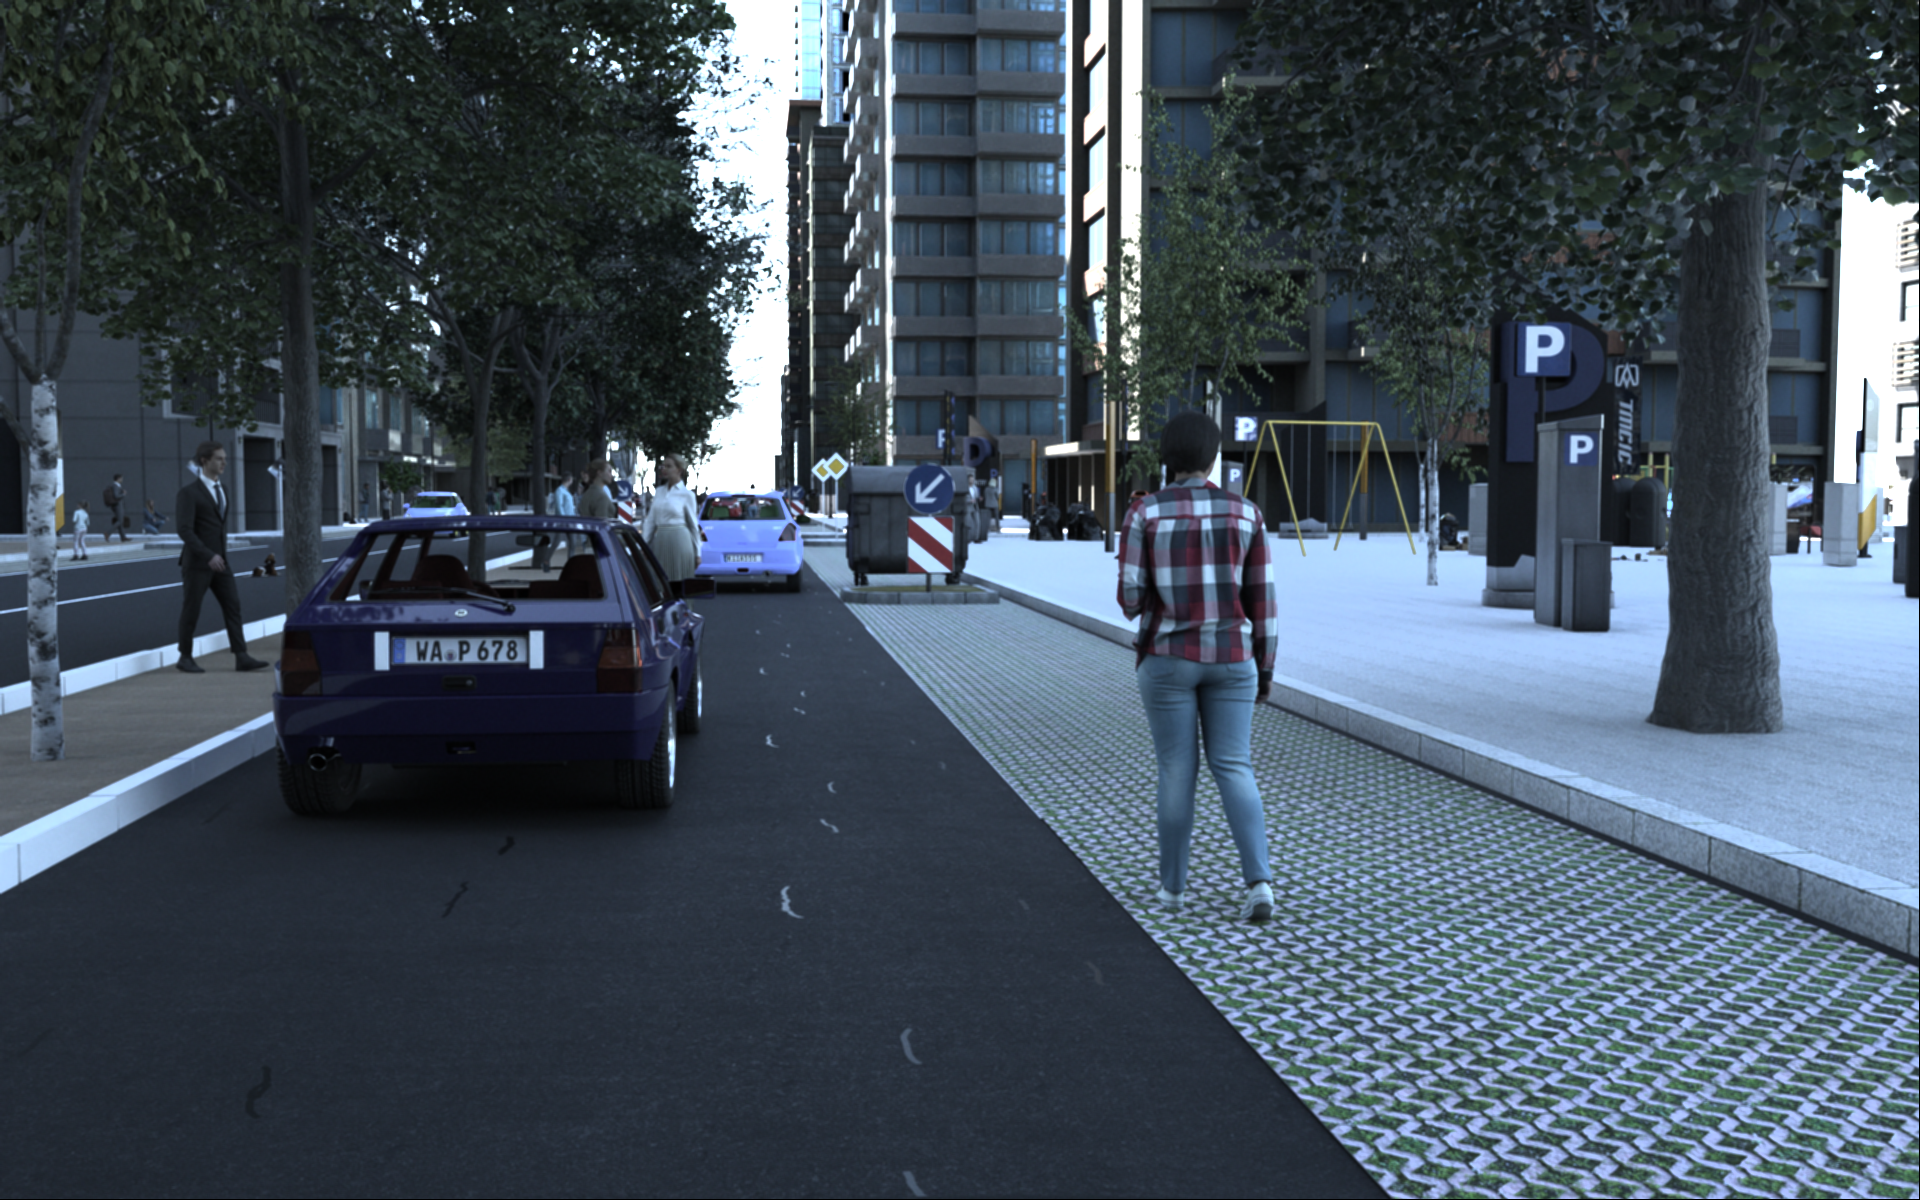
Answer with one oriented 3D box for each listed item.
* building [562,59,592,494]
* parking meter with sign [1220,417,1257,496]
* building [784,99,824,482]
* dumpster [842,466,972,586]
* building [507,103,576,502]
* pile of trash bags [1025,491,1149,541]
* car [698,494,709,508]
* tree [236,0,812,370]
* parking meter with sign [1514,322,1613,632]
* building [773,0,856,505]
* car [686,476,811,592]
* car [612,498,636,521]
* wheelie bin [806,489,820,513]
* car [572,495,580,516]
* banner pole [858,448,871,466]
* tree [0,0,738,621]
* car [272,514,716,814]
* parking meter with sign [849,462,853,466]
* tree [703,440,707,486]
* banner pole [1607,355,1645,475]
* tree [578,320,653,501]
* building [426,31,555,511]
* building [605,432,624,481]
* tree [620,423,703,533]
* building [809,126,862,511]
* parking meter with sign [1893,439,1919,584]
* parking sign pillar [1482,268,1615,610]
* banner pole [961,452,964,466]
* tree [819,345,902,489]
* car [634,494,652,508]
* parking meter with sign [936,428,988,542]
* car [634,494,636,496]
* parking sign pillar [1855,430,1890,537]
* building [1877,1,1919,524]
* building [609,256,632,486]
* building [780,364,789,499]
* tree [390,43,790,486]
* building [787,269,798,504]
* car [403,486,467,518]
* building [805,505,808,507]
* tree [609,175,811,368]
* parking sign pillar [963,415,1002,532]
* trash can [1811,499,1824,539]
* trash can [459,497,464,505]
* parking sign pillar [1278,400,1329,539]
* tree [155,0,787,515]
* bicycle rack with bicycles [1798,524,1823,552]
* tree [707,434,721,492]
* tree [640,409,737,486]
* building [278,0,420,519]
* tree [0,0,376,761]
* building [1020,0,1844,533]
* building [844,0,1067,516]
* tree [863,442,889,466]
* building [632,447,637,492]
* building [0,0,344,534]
[{"bbox_3d":[-51.195,-34.694,190.946,21.300,48.544,21.600,0,4,-7],"label":"building"},{"bbox_3d":[6.215,-2.669,39.906,0.543,3.016,1.738,-1,4,-15],"label":"parking meter with sign"},{"bbox_3d":[-8.192,-32.864,191.957,22.147,44.769,28.867,0,4,-7],"label":"building"},{"bbox_3d":[-0.817,-1.107,26.313,1.865,1.857,1.264,-1,4,-9],"label":"dumpster"},{"bbox_3d":[-48.811,-31.203,164.798,22.147,44.769,28.867,0,4,-7],"label":"building"},{"bbox_3d":[3.588,-2.342,48.046,3.447,1.369,1.912,0,4,5],"label":"pile of trash bags"},{"bbox_3d":[-10.733,-4.213,77.926,2.155,1.783,4.494,0,4,-7],"label":"car"},{"bbox_3d":[-8.014,-7.328,32.639,12.009,13.543,11.850,0,3,0],"label":"tree"},{"bbox_3d":[5.912,-1.261,16.873,0.543,3.016,1.738,0,4,1],"label":"parking meter with sign"},{"bbox_3d":[-18.262,-58.745,273.143,22.319,86.520,31.000,0,4,-7],"label":"building"},{"bbox_3d":[-3.259,-1.035,26.516,1.945,1.707,3.694,0,4,-5],"label":"car"},{"bbox_3d":[-18.205,-4.854,91.718,2.083,1.381,4.827,0,4,-7],"label":"car"},{"bbox_3d":[-9.964,-6.736,118.049,0.980,1.594,0.693,-1,4,-17],"label":"wheelie bin"},{"bbox_3d":[-17.620,-4.358,81.036,2.009,1.686,4.222,0,4,-8],"label":"car"},{"bbox_3d":[-5.287,-6.414,94.894,0.863,3.779,0.401,1,4,8],"label":"banner pole"},{"bbox_3d":[-5.888,-5.792,15.281,7.486,12.596,7.792,0,3,0],"label":"tree"},{"bbox_3d":[-2.295,0.208,9.172,1.945,1.354,3.894,0,4,-6],"label":"car"},{"bbox_3d":[-5.128,-5.964,93.769,1.738,3.016,0.543,2,4,33],"label":"parking meter with sign"},{"bbox_3d":[-14.008,-7.832,80.874,4.360,8.622,3.978,0,3,0],"label":"tree"},{"bbox_3d":[10.521,-2.311,27.806,0.863,3.779,0.401,3,5,39],"label":"banner pole"},{"bbox_3d":[-11.184,-6.435,58.034,4.737,8.622,4.395,0,3,0],"label":"tree"},{"bbox_3d":[-49.825,-27.299,138.225,32.217,40.220,23.993,0,4,-7],"label":"building"},{"bbox_3d":[-56.416,-36.983,224.280,23.786,49.044,30.456,0,4,-7],"label":"building"},{"bbox_3d":[-11.490,-6.719,62.671,4.360,8.622,3.978,0,3,0],"label":"tree"},{"bbox_3d":[-5.130,-22.515,139.815,14.160,30.474,14.107,0,4,-7],"label":"building"},{"bbox_3d":[13.655,-1.701,24.069,0.543,3.016,1.738,0,4,-3],"label":"parking meter with sign"},{"bbox_3d":[6.725,-1.911,19.709,1.447,3.967,1.447,0,4,1],"label":"parking sign pillar"},{"bbox_3d":[0.403,-6.193,91.280,0.863,3.779,0.401,3,5,41],"label":"banner pole"},{"bbox_3d":[-5.252,-8.335,86.641,4.737,8.622,4.395,0,3,0],"label":"tree"},{"bbox_3d":[-32.723,-10.346,178.189,2.155,1.783,4.494,0,4,-6],"label":"car"},{"bbox_3d":[0.089,-3.078,46.589,0.543,3.016,1.738,3,4,36],"label":"parking meter with sign"},{"bbox_3d":[-35.581,-10.943,190.717,2.131,1.459,4.920,-1,4,-8],"label":"car"},{"bbox_3d":[27.086,-3.878,51.883,1.447,3.967,1.447,2,4,30],"label":"parking sign pillar"},{"bbox_3d":[46.782,-23.453,67.048,14.086,41.232,14.154,0,4,-7],"label":"building"},{"bbox_3d":[-59.753,-43.491,253.082,21.231,58.520,28.212,0,4,-7],"label":"building"},{"bbox_3d":[-11.315,-24.485,245.367,27.650,21.520,28.899,0,4,-7],"label":"building"},{"bbox_3d":[-9.146,-7.592,43.601,9.611,12.733,9.660,0,3,0],"label":"tree"},{"bbox_3d":[-15.094,-27.566,222.403,14.160,30.474,14.107,0,4,-7],"label":"building"},{"bbox_3d":[-17.308,-2.910,57.170,1.945,1.707,3.694,0,4,-8],"label":"car"},{"bbox_3d":[-3.920,-51.882,160.942,22.319,86.520,31.000,0,4,-7],"label":"building"},{"bbox_3d":[-15.444,-14.851,101.160,12.611,20.169,13.585,0,3,0],"label":"tree"},{"bbox_3d":[0.700,-4.300,58.784,1.447,3.967,1.447,-3,5,-43],"label":"parking sign pillar"},{"bbox_3d":[24.730,-2.341,49.930,0.748,1.137,0.748,0,3,0],"label":"trash can"},{"bbox_3d":[-28.650,-5.334,98.857,0.748,1.137,0.748,0,3,0],"label":"trash can"},{"bbox_3d":[9.901,-3.754,49.853,1.447,3.967,1.447,1,4,20],"label":"parking sign pillar"},{"bbox_3d":[-6.579,-5.264,22.944,8.767,10.594,7.601,0,4,-7],"label":"tree"},{"bbox_3d":[18.168,-1.579,39.200,2.852,0.926,2.925,0,4,6],"label":"bicycle rack with bicycles"},{"bbox_3d":[-19.566,-10.730,128.254,4.360,8.622,3.978,0,3,0],"label":"tree"},{"bbox_3d":[-18.054,-11.321,113.318,9.928,11.665,9.643,0,3,0],"label":"tree"},{"bbox_3d":[-41.981,-29.148,96.183,23.786,49.044,30.456,0,4,-7],"label":"building"},{"bbox_3d":[-4.965,-3.452,9.265,4.737,8.622,4.395,0,3,0],"label":"tree"},{"bbox_3d":[17.161,-25.177,66.265,28.867,44.769,22.147,0,4,-7],"label":"building"},{"bbox_3d":[3.873,-30.305,115.099,23.786,49.044,30.456,0,4,-7],"label":"building"},{"bbox_3d":[-3.167,-4.267,64.366,1.663,3.219,1.824,0,3,0],"label":"tree"},{"bbox_3d":[-58.969,-38.214,274.913,14.600,45.320,14.200,0,4,-7],"label":"building"},{"bbox_3d":[-34.694,-38.192,62.685,20.563,71.187,20.611,0,4,-7],"label":"building"}]
